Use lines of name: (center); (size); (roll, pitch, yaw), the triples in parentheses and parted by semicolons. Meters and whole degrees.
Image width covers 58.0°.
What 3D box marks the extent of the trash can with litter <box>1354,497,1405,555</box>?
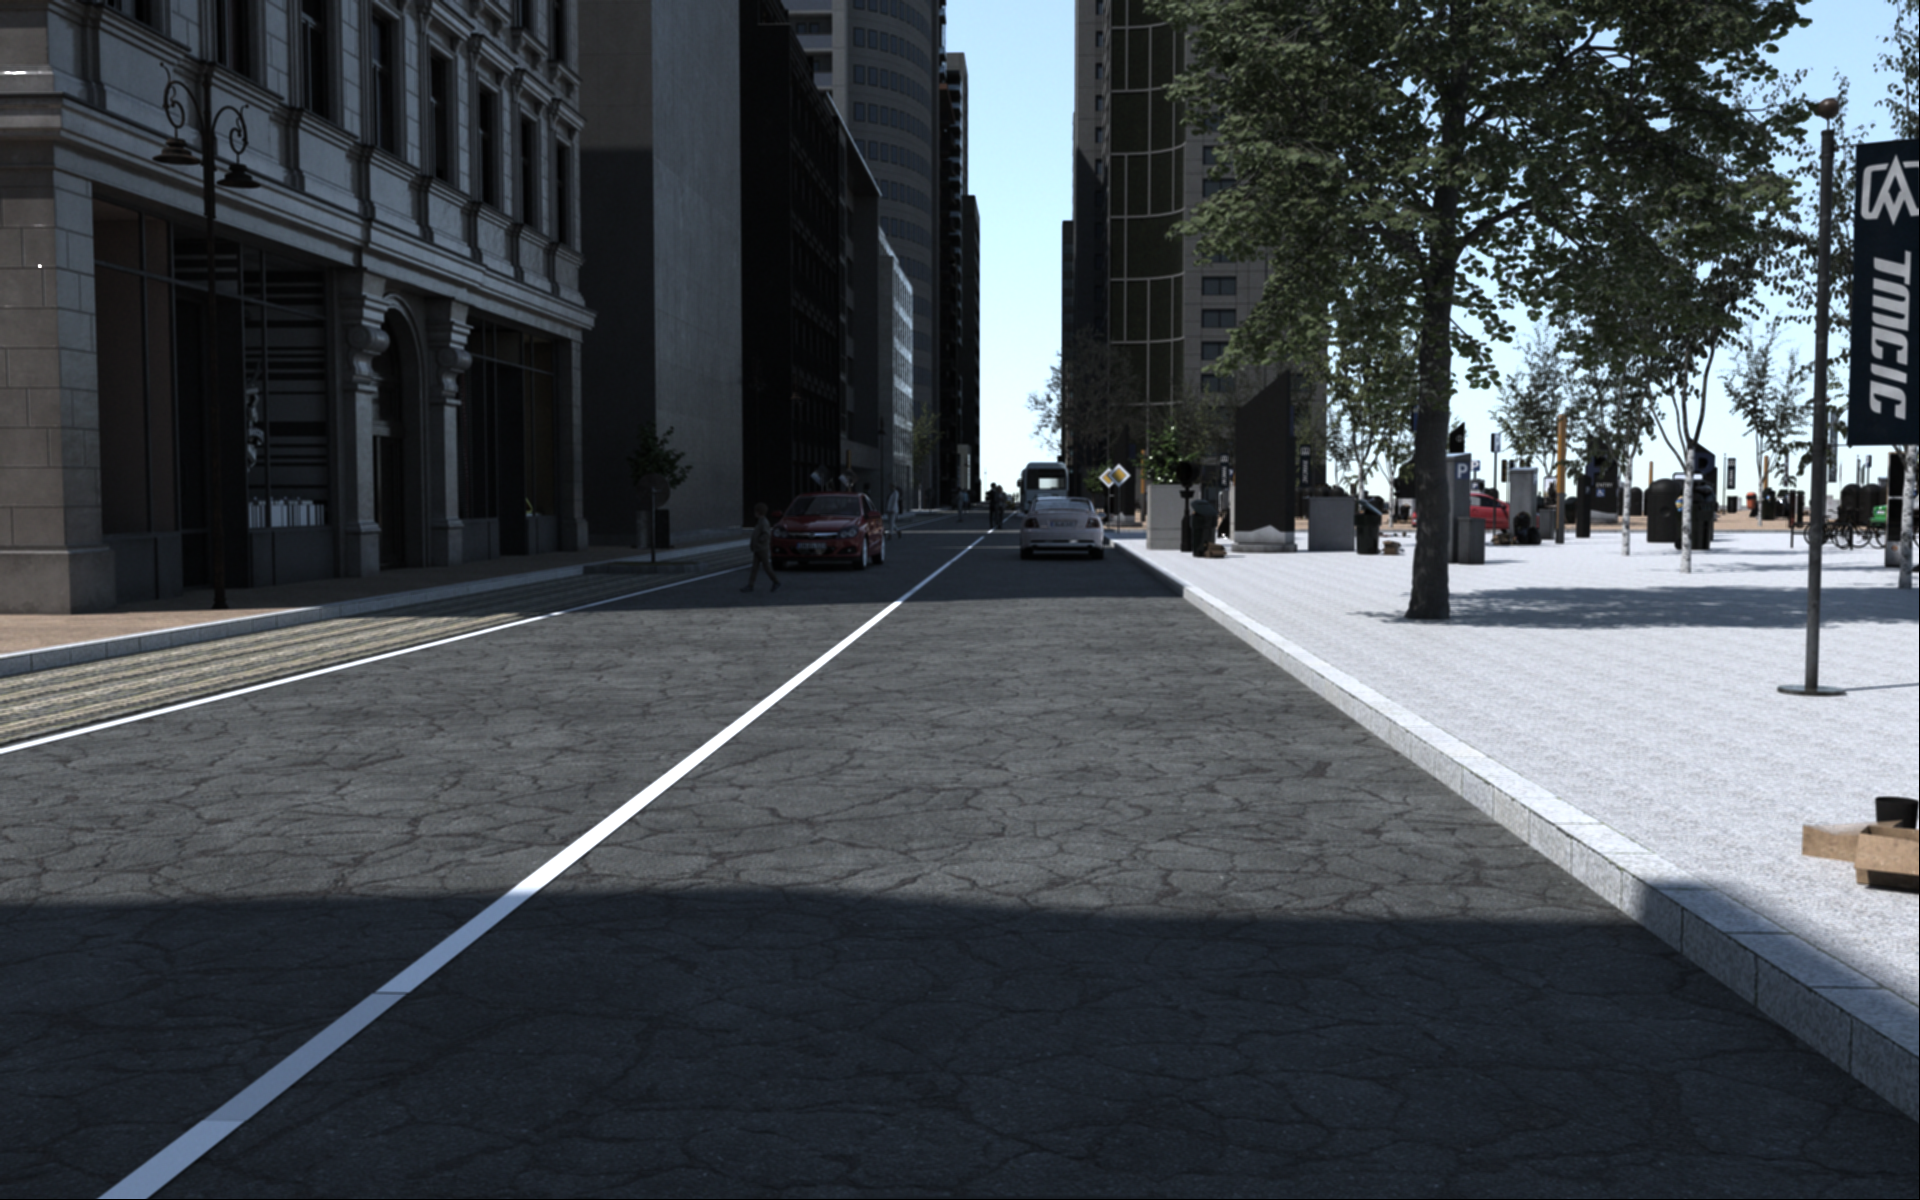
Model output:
trash can with litter: (8.902, -1.551, 36.744); (1.055, 1.170, 0.624); (2, 4, 28)

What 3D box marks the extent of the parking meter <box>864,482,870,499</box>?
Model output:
parking meter: (-4.679, -4.974, 87.036); (0.255, 1.863, 0.399); (1, 4, 13)

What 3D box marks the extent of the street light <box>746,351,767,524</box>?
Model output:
street light: (-6.583, -5.101, 56.184); (0.468, 5.910, 1.993); (0, 4, 3)

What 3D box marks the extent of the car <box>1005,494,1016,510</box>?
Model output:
car: (4.015, -8.846, 154.857); (2.015, 1.641, 3.980); (0, 4, 1)

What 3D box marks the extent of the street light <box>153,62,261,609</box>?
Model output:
street light: (-8.263, -2.837, 19.167); (0.468, 5.910, 1.993); (0, 4, 3)

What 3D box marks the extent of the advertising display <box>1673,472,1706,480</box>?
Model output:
advertising display: (21.772, -2.848, 51.773); (0.123, 1.923, 0.974); (-3, 4, -39)

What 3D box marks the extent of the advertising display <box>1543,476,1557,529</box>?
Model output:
advertising display: (21.669, -3.552, 63.292); (0.123, 1.923, 0.974); (-1, 4, -18)

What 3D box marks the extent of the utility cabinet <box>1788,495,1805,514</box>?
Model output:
utility cabinet: (53.356, -6.082, 110.596); (1.020, 1.237, 0.306); (2, 4, 35)

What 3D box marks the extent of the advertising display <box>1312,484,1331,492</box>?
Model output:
advertising display: (22.163, -6.198, 106.552); (0.974, 1.923, 0.123); (1, 4, 14)

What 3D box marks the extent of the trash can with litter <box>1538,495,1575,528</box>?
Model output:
trash can with litter: (22.407, -3.390, 66.482); (2.233, 1.210, 1.678); (2, 4, 27)

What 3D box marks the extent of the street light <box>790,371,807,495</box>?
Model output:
street light: (-6.067, -5.650, 65.159); (0.468, 5.910, 1.993); (0, 4, 3)

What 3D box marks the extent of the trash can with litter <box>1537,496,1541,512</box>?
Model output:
trash can with litter: (36.409, -5.964, 108.904); (0.624, 1.170, 1.055); (2, 4, 32)

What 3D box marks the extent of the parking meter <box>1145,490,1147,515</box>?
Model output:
parking meter: (11.395, -5.972, 106.048); (0.372, 1.533, 0.369); (0, 3, 0)

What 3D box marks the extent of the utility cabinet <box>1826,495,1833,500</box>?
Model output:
utility cabinet: (59.964, -6.664, 120.124); (1.020, 1.237, 0.306); (2, 4, 28)

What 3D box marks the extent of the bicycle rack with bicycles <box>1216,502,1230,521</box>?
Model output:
bicycle rack with bicycles: (13.209, -4.202, 82.088); (2.925, 0.926, 2.852); (0, 4, 7)

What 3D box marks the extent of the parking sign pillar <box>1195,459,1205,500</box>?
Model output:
parking sign pillar: (15.784, -7.682, 114.070); (1.447, 3.967, 1.447); (0, 4, 0)

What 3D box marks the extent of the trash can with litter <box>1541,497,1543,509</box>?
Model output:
trash can with litter: (27.636, -4.226, 80.476); (0.624, 1.170, 1.055); (3, 5, 41)

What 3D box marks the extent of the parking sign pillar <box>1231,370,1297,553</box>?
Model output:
parking sign pillar: (6.738, -3.045, 38.251); (1.447, 3.967, 1.447); (3, 5, 41)

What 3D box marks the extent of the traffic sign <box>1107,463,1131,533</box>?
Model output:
traffic sign: (5.165, -3.226, 56.387); (0.795, 2.450, 0.064); (0, 4, 3)

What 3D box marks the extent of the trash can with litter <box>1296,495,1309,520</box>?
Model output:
trash can with litter: (17.787, -4.671, 87.432); (2.233, 1.210, 1.678); (-2, 4, -35)

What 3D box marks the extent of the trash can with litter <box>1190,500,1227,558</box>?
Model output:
trash can with litter: (5.082, -1.445, 35.015); (0.624, 1.170, 1.055); (-1, 4, -19)

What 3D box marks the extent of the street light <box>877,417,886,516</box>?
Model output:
street light: (-4.591, -7.893, 101.836); (0.468, 5.910, 1.993); (0, 4, 3)

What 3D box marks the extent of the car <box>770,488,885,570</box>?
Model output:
car: (-2.561, -1.528, 34.028); (2.155, 1.783, 4.494); (0, 4, 5)

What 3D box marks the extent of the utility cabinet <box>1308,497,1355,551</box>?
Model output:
utility cabinet: (8.365, -1.701, 38.974); (1.020, 1.237, 0.306); (1, 4, 13)

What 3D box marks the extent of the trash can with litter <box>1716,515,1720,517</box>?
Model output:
trash can with litter: (41.754, -5.261, 97.073); (2.233, 1.210, 1.678); (-2, 4, -25)

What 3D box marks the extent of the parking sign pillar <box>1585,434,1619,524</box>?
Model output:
parking sign pillar: (28.651, -5.459, 77.724); (1.447, 3.967, 1.447); (0, 4, 1)

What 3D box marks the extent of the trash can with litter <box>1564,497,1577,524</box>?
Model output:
trash can with litter: (25.903, -3.812, 73.716); (1.055, 1.170, 0.624); (-3, 5, -40)

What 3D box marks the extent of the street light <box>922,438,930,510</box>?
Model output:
street light: (-2.627, -10.331, 141.697); (0.468, 5.910, 1.993); (0, 4, 3)

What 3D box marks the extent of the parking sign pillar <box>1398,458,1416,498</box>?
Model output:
parking sign pillar: (31.337, -8.124, 121.299); (1.447, 3.967, 1.447); (0, 4, -3)

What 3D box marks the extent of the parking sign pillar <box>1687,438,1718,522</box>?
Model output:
parking sign pillar: (34.643, -5.653, 80.904); (1.447, 3.967, 1.447); (0, 4, -1)

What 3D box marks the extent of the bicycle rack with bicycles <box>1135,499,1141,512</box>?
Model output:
bicycle rack with bicycles: (12.344, -6.783, 124.286); (2.852, 0.926, 2.925); (0, 4, -7)

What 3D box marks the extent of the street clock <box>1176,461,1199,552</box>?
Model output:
street clock: (5.029, -2.067, 38.370); (0.471, 2.002, 0.358); (3, 5, 44)

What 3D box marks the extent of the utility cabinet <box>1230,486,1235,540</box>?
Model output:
utility cabinet: (7.841, -2.340, 46.940); (0.318, 1.500, 1.173); (-2, 4, -35)

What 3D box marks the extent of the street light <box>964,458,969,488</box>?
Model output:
street light: (1.033, -15.407, 224.699); (0.468, 5.910, 1.993); (0, 4, 3)

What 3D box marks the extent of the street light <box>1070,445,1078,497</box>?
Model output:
street light: (9.492, -10.350, 142.007); (0.468, 5.910, 1.993); (0, 4, 3)

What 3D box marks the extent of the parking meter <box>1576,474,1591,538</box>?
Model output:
parking meter: (18.334, -2.764, 50.903); (0.399, 1.863, 0.255); (-3, 4, -36)

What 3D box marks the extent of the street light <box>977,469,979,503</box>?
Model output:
street light: (2.746, -17.675, 261.765); (0.468, 5.910, 1.993); (0, 4, 3)

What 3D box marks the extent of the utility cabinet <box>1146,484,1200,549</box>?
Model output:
utility cabinet: (4.912, -1.914, 39.970); (1.173, 1.500, 0.318); (-1, 4, -11)

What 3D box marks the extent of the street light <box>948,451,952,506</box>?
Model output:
street light: (-1.036, -12.598, 178.764); (0.468, 5.910, 1.993); (0, 4, 3)

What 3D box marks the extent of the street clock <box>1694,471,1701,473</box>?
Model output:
street clock: (22.981, -3.027, 54.055); (0.471, 2.002, 0.358); (1, 4, 16)

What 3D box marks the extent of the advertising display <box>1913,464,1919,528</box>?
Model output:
advertising display: (20.410, -1.906, 36.373); (0.974, 1.923, 0.123); (1, 4, 20)

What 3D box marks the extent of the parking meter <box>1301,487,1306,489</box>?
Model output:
parking meter: (19.514, -5.653, 98.129); (0.255, 1.863, 0.399); (-1, 4, -20)

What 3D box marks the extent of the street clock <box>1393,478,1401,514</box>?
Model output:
street clock: (19.696, -4.498, 78.104); (0.358, 2.002, 0.471); (1, 4, 23)

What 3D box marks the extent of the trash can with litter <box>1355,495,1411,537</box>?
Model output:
trash can with litter: (12.674, -2.505, 52.007); (2.233, 1.210, 1.678); (1, 4, 22)

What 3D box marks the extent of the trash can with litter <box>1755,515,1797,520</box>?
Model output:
trash can with litter: (40.885, -4.642, 86.951); (1.678, 1.210, 2.233); (-3, 4, -38)

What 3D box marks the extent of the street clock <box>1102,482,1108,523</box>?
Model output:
street clock: (6.595, -4.497, 78.098); (0.358, 2.002, 0.471); (-1, 4, -17)

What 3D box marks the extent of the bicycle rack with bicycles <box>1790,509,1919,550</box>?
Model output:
bicycle rack with bicycles: (21.051, -1.687, 40.968); (2.852, 0.926, 2.925); (-1, 4, -18)

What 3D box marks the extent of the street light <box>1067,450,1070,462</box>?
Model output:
street light: (11.262, -12.599, 178.780); (0.468, 5.910, 1.993); (0, 4, 3)

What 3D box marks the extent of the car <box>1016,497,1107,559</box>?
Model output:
car: (2.317, -1.662, 39.540); (2.083, 1.381, 4.827); (0, 4, 3)

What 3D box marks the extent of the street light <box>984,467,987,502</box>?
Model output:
street light: (4.388, -19.917, 298.434); (0.468, 5.910, 1.993); (0, 4, 3)

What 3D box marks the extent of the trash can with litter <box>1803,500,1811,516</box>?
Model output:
trash can with litter: (50.091, -5.544, 102.027); (0.624, 1.170, 1.055); (-3, 5, -39)

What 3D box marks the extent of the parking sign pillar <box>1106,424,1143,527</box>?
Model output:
parking sign pillar: (6.390, -4.821, 67.301); (1.447, 3.967, 1.447); (-1, 4, -15)

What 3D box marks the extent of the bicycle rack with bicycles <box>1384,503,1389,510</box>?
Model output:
bicycle rack with bicycles: (31.713, -6.870, 125.706); (2.852, 0.926, 2.925); (0, 4, 1)

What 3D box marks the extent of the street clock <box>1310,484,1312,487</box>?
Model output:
street clock: (25.771, -7.446, 126.304); (0.471, 2.002, 0.358); (-3, 4, -37)

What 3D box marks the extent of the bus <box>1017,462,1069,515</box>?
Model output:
bus: (5.075, -6.822, 106.406); (2.948, 3.499, 13.247); (0, 4, 1)

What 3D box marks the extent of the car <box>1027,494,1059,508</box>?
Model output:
car: (4.637, -4.944, 92.632); (2.131, 1.459, 4.920); (0, 4, 4)
